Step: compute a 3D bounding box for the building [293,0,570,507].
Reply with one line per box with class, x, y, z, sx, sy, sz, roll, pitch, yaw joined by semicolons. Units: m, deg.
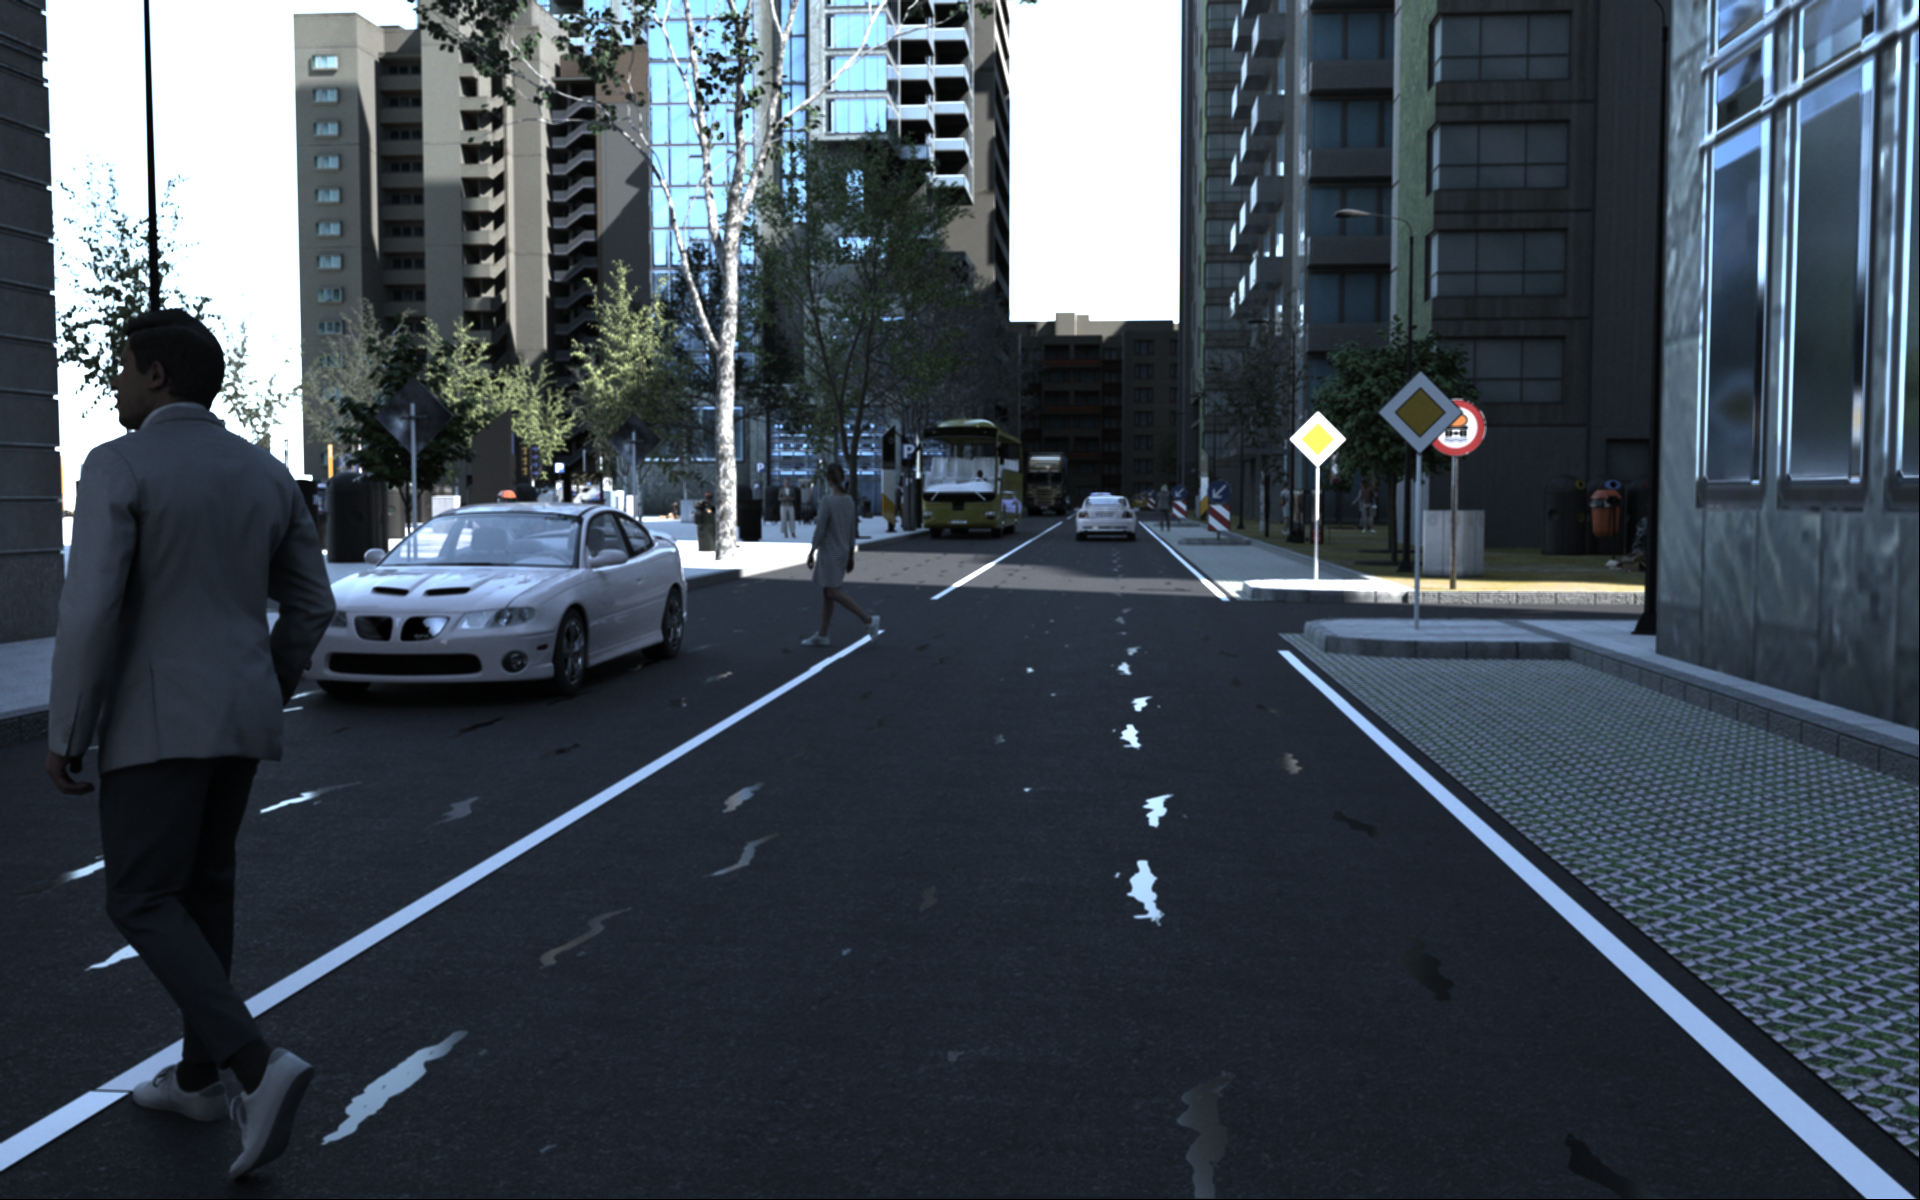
building;-49.429;-33.313;168.374;21.600;48.544;21.300;0;4;5

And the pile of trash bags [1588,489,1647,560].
pile of trash bags;13.796;-1.468;33.761;3.447;1.369;1.912;-1;4;-17

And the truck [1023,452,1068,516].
truck;6.008;-7.950;118.889;2.839;4.237;11.283;0;4;5

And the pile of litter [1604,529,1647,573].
pile of litter;11.393;-0.918;28.978;1.176;0.858;1.719;3;4;38

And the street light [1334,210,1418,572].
street light;6.819;-3.418;28.421;1.470;5.913;1.316;0;4;5

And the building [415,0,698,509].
building;-48.637;-54.198;198.804;31.000;86.520;22.319;0;4;5

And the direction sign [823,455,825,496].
direction sign;-7.627;-6.424;97.033;0.379;3.537;0.876;0;4;-5

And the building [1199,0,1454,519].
building;22.155;-26.012;108.892;14.154;41.232;14.086;0;4;5

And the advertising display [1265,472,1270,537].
advertising display;9.232;-2.864;52.032;0.123;1.923;0.974;1;4;12

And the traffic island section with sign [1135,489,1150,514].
traffic island section with sign;13.786;-7.187;126.131;1.989;1.847;2.006;0;4;5

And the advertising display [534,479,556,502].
advertising display;-18.166;-4.318;75.807;0.974;1.923;0.123;-3;4;-37

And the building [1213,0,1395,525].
building;24.696;-28.285;82.061;23.786;49.044;30.456;0;4;5

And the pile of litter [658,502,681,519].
pile of litter;-14.935;-4.602;89.208;1.176;0.858;1.719;-1;4;-19

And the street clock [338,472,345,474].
street clock;-20.367;-3.218;57.190;0.358;2.002;0.471;-1;4;-11

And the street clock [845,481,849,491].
street clock;-6.295;-5.746;98.517;0.471;2.002;0.358;-1;4;-9

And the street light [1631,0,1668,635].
street light;5.790;-2.643;15.755;1.470;5.913;1.316;0;4;5

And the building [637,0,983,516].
building;-9.192;-49.047;114.595;22.319;86.520;31.000;0;4;5

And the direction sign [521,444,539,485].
direction sign;-19.626;-5.325;79.053;0.876;3.537;0.379;1;4;16

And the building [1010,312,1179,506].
building;12.935;-21.568;197.674;28.899;21.520;27.650;0;4;5

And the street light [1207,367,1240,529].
street light;9.782;-5.560;63.454;1.470;5.913;1.316;0;4;5

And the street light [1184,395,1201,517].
street light;11.364;-6.638;81.076;1.470;5.913;1.316;0;4;5

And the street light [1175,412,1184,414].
street light;12.920;-7.701;98.448;1.470;5.913;1.316;0;4;5

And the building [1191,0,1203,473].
building;31.380;-32.993;128.669;28.713;52.752;27.495;0;4;5

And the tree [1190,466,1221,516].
tree;14.533;-6.523;101.254;1.663;3.219;1.824;0;3;0

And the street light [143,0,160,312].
street light;-5.588;-2.481;13.113;1.470;5.913;1.316;0;4;5

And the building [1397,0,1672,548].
building;18.800;-22.195;46.477;14.154;41.232;14.086;0;4;5

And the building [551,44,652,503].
building;-30.964;-31.852;170.884;14.200;45.320;14.600;0;4;5

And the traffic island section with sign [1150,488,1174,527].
traffic island section with sign;9.488;-4.121;76.000;1.989;1.847;2.006;0;4;5

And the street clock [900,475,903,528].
street clock;-2.089;-3.707;65.176;0.358;2.002;0.471;1;4;11

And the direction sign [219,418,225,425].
direction sign;-22.359;-3.653;51.729;0.876;3.537;0.379;-3;5;-42

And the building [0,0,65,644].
building;-20.119;-10.301;10.227;24.055;21.916;13.314;0;4;5

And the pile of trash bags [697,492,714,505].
pile of trash bags;-13.203;-5.057;92.431;1.912;1.369;3.447;-1;4;-18

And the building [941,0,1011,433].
building;-7.117;-31.696;141.924;21.300;48.544;21.600;0;4;5

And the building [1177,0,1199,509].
building;30.427;-37.593;156.639;21.231;58.520;28.212;0;4;5

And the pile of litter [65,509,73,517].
pile of litter;-49.404;-4.956;95.000;1.719;0.858;1.176;-1;4;-15

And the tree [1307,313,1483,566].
tree;7.980;-2.933;31.676;4.285;4.588;4.351;0;3;0

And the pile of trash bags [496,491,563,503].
pile of trash bags;-10.976;-2.080;43.760;1.912;1.369;3.447;-2;4;-35

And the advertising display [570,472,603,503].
advertising display;-10.749;-2.734;49.908;0.974;1.923;0.123;1;4;14

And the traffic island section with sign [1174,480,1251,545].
traffic island section with sign;7.171;-2.469;49.002;1.989;1.847;2.006;0;4;5

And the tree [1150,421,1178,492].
tree;21.136;-13.811;176.169;4.737;8.622;4.395;0;3;0

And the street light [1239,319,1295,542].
street light;8.305;-4.498;46.076;1.470;5.913;1.316;0;4;5
